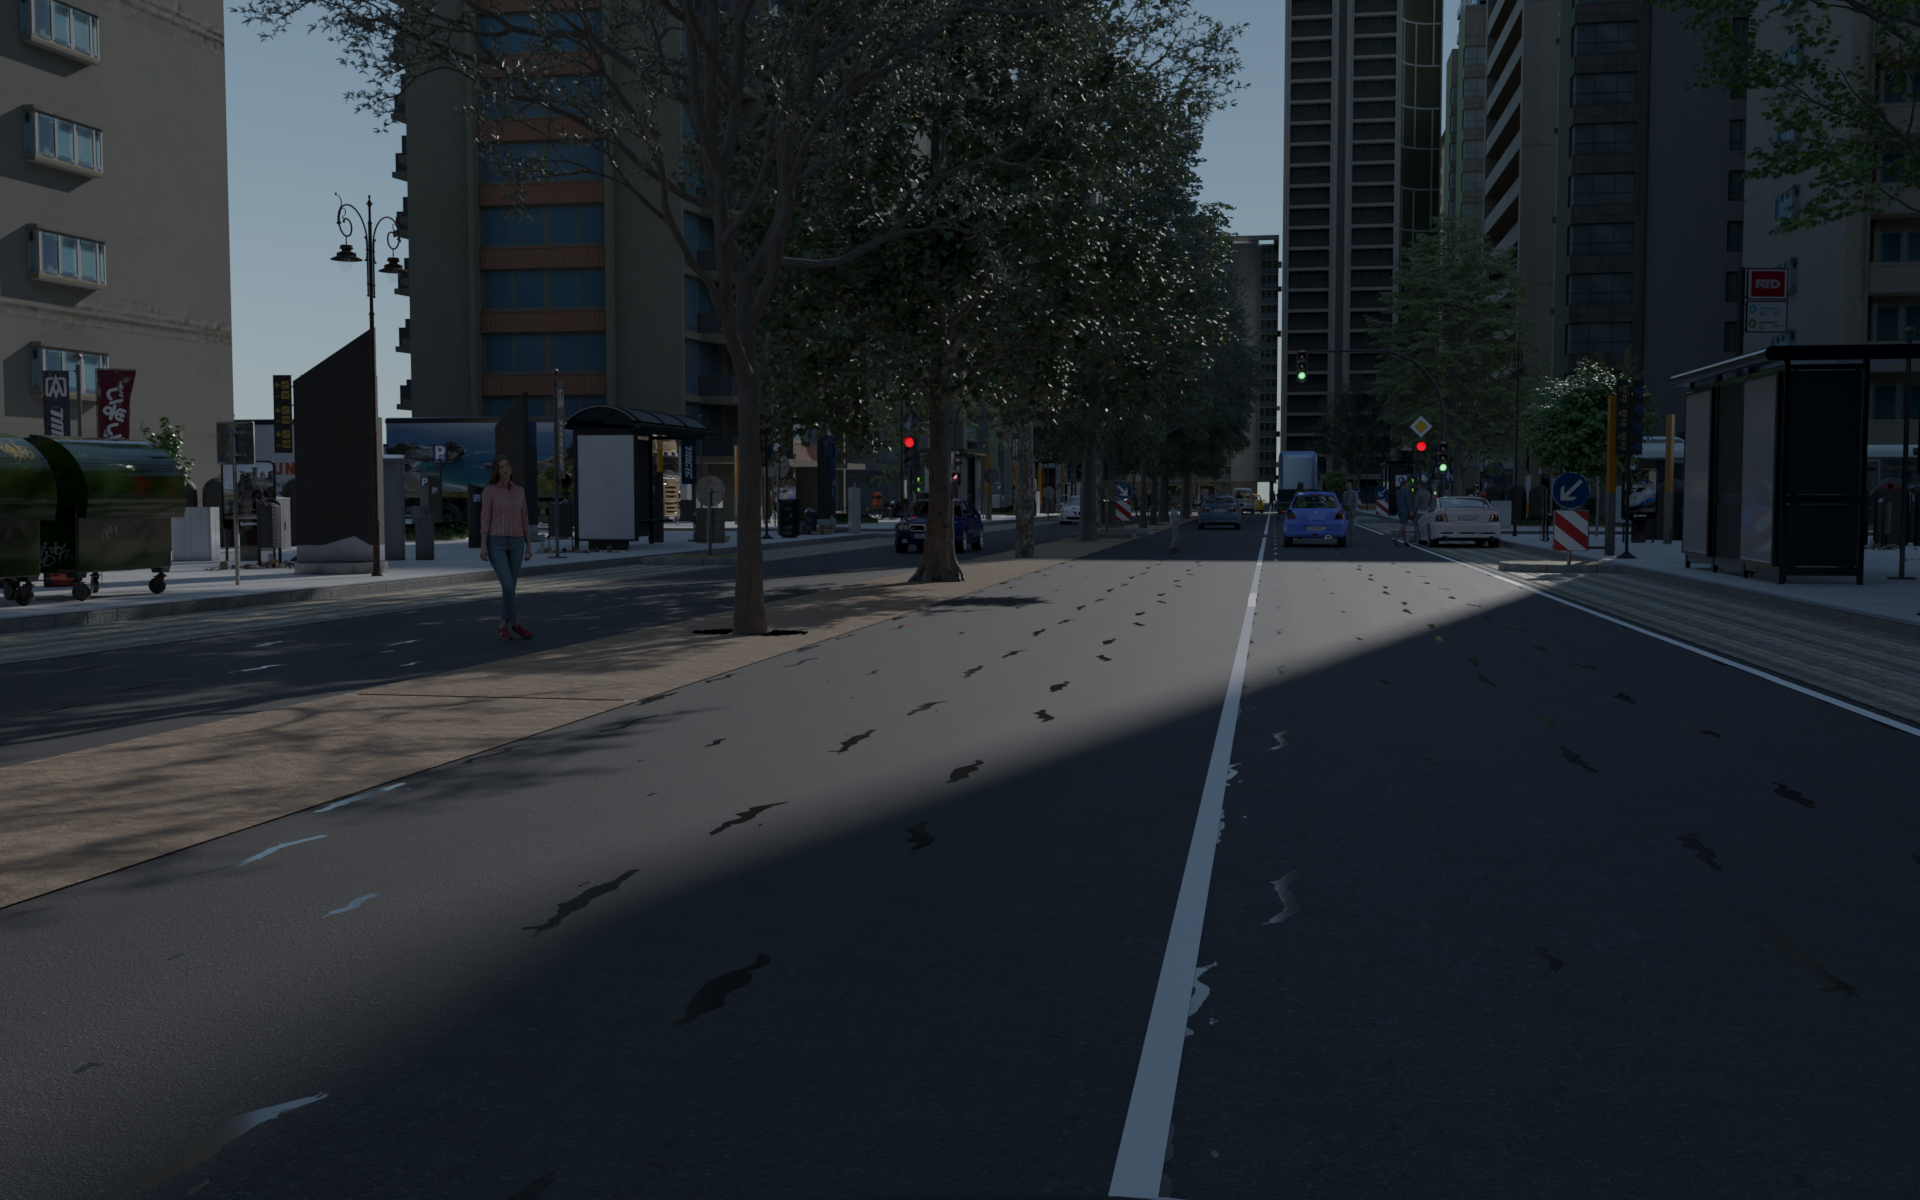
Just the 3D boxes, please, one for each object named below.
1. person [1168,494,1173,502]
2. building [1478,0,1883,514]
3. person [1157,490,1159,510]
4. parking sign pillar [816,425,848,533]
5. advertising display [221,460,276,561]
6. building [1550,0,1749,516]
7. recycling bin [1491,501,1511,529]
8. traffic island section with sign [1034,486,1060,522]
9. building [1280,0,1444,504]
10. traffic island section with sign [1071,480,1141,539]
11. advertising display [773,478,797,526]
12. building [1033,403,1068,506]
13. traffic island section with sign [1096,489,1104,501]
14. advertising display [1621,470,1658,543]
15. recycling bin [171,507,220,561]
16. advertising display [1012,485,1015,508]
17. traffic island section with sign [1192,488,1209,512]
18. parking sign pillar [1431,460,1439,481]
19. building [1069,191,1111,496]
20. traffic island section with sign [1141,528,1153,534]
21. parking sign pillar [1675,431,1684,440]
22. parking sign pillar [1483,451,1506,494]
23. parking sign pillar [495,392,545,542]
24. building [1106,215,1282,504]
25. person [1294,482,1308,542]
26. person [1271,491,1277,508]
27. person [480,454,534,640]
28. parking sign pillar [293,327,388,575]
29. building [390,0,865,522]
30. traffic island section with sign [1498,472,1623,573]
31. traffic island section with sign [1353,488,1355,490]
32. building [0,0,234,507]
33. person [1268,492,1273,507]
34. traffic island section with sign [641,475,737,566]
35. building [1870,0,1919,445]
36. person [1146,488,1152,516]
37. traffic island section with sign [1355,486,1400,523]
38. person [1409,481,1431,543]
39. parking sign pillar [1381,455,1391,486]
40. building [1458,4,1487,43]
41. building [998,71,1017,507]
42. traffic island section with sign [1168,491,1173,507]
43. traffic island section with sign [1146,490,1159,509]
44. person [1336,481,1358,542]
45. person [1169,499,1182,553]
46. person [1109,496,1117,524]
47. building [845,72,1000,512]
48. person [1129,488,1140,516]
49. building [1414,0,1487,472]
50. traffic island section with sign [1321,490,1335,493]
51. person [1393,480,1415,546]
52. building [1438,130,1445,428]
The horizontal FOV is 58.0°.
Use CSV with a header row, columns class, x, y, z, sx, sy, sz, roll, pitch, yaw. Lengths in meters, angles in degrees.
class,x,y,z,sx,sy,sz,roll,pitch,yaw
person,19.339,-9.072,160.089,1.065,1.426,0.557,-1,4,-11
building,48.845,-30.414,120.977,21.300,48.544,21.600,1,4,10
person,17.893,-8.973,155.745,0.750,1.759,0.617,-2,4,-24
parking sign pillar,-4.441,-4.233,57.688,1.447,3.967,1.447,0,4,5
advertising display,-13.630,-1.713,33.218,0.974,1.923,0.123,-1,4,-14
building,39.386,-19.721,94.140,14.160,30.474,14.107,1,4,10
recycling bin,20.207,-3.190,64.716,0.722,1.027,0.722,1,4,16
traffic island section with sign,4.583,-4.965,89.805,1.989,1.847,2.006,1,4,10
building,53.951,-48.639,233.507,20.611,71.187,20.563,1,4,10
traffic island section with sign,4.713,-2.953,56.415,2.006,1.907,1.989,1,4,10
advertising display,-6.932,-3.885,68.736,0.974,1.923,0.123,1,4,12
building,-1.079,-37.073,195.375,27.495,52.752,28.713,1,4,10
traffic island section with sign,9.384,-6.587,116.331,1.989,1.847,2.006,1,4,10
advertising display,17.868,-2.468,45.570,0.974,1.923,0.123,-1,4,-10
recycling bin,-14.745,-1.276,33.419,0.722,1.027,0.722,-1,4,-9
advertising display,4.058,-7.218,123.230,0.123,1.923,0.974,-2,4,-33
traffic island section with sign,19.413,-7.921,137.646,2.006,1.907,1.989,1,4,10
parking sign pillar,26.607,-6.617,96.666,1.447,3.967,1.447,2,4,25
building,9.585,-37.833,242.276,21.600,48.544,21.300,1,4,10
traffic island section with sign,6.041,-3.399,63.702,2.006,1.907,1.989,1,4,10
parking sign pillar,28.738,-4.982,69.928,1.447,3.967,1.447,2,4,29
parking sign pillar,32.652,-7.178,105.837,1.447,3.967,1.447,-1,4,-15
parking sign pillar,-11.861,-3.537,46.296,1.447,3.967,1.447,3,5,40
building,33.149,-33.814,244.733,23.993,40.220,32.217,1,4,10
person,10.232,-2.654,52.143,0.529,1.795,0.600,-3,4,-37
person,31.400,-10.014,172.678,0.683,1.767,0.568,-2,4,-28
person,-4.482,-0.522,17.042,0.388,1.821,0.555,3,5,39
parking sign pillar,-10.083,-2.425,28.113,1.447,3.967,1.447,0,4,-3
building,-17.637,-26.830,93.296,22.147,44.769,28.867,1,4,10
traffic island section with sign,11.092,-1.438,32.143,1.989,1.847,2.006,1,4,10
traffic island section with sign,25.705,-6.378,112.912,1.989,1.847,2.006,1,4,10
building,-34.565,-25.672,43.441,21.600,48.544,21.300,1,4,10
person,34.406,-11.104,191.526,0.593,1.643,0.415,0,4,4
traffic island section with sign,-5.249,-1.640,35.440,1.989,1.847,2.006,1,4,10
building,46.222,-27.557,74.262,21.600,48.544,21.300,1,4,10
person,12.379,-6.394,112.814,0.659,1.850,0.755,0,4,-6
traffic island section with sign,20.895,-4.756,86.388,1.989,1.847,2.006,1,4,10
person,13.526,-2.578,50.759,0.694,1.812,0.767,-2,4,-33
parking sign pillar,29.204,-7.925,118.038,1.447,3.967,1.447,-1,4,-15
building,49.316,-28.396,147.865,14.154,41.232,14.086,1,4,10
building,-5.466,-51.598,156.291,22.319,86.520,31.000,1,4,10
traffic island section with sign,23.225,-11.265,192.818,1.989,1.847,2.006,1,4,10
traffic island section with sign,18.351,-9.617,165.870,1.989,1.847,2.006,1,4,10
person,11.588,-2.634,51.658,0.391,1.810,0.635,-3,5,-44
person,5.240,-1.791,42.056,0.394,1.301,0.425,-1,4,-17
person,7.324,-4.558,83.202,0.511,1.800,0.466,3,5,42
building,-5.092,-27.025,125.449,14.154,41.232,14.086,1,4,10
person,11.123,-6.247,110.597,0.822,1.834,0.622,1,4,13
building,61.098,-53.177,182.118,22.319,86.520,31.000,1,4,10
traffic island section with sign,34.650,-9.398,162.290,1.989,1.847,2.006,1,4,10
person,12.159,-2.392,47.640,0.654,1.822,0.581,-1,4,-13
building,78.896,-39.418,233.718,27.495,52.752,28.713,1,4,10
